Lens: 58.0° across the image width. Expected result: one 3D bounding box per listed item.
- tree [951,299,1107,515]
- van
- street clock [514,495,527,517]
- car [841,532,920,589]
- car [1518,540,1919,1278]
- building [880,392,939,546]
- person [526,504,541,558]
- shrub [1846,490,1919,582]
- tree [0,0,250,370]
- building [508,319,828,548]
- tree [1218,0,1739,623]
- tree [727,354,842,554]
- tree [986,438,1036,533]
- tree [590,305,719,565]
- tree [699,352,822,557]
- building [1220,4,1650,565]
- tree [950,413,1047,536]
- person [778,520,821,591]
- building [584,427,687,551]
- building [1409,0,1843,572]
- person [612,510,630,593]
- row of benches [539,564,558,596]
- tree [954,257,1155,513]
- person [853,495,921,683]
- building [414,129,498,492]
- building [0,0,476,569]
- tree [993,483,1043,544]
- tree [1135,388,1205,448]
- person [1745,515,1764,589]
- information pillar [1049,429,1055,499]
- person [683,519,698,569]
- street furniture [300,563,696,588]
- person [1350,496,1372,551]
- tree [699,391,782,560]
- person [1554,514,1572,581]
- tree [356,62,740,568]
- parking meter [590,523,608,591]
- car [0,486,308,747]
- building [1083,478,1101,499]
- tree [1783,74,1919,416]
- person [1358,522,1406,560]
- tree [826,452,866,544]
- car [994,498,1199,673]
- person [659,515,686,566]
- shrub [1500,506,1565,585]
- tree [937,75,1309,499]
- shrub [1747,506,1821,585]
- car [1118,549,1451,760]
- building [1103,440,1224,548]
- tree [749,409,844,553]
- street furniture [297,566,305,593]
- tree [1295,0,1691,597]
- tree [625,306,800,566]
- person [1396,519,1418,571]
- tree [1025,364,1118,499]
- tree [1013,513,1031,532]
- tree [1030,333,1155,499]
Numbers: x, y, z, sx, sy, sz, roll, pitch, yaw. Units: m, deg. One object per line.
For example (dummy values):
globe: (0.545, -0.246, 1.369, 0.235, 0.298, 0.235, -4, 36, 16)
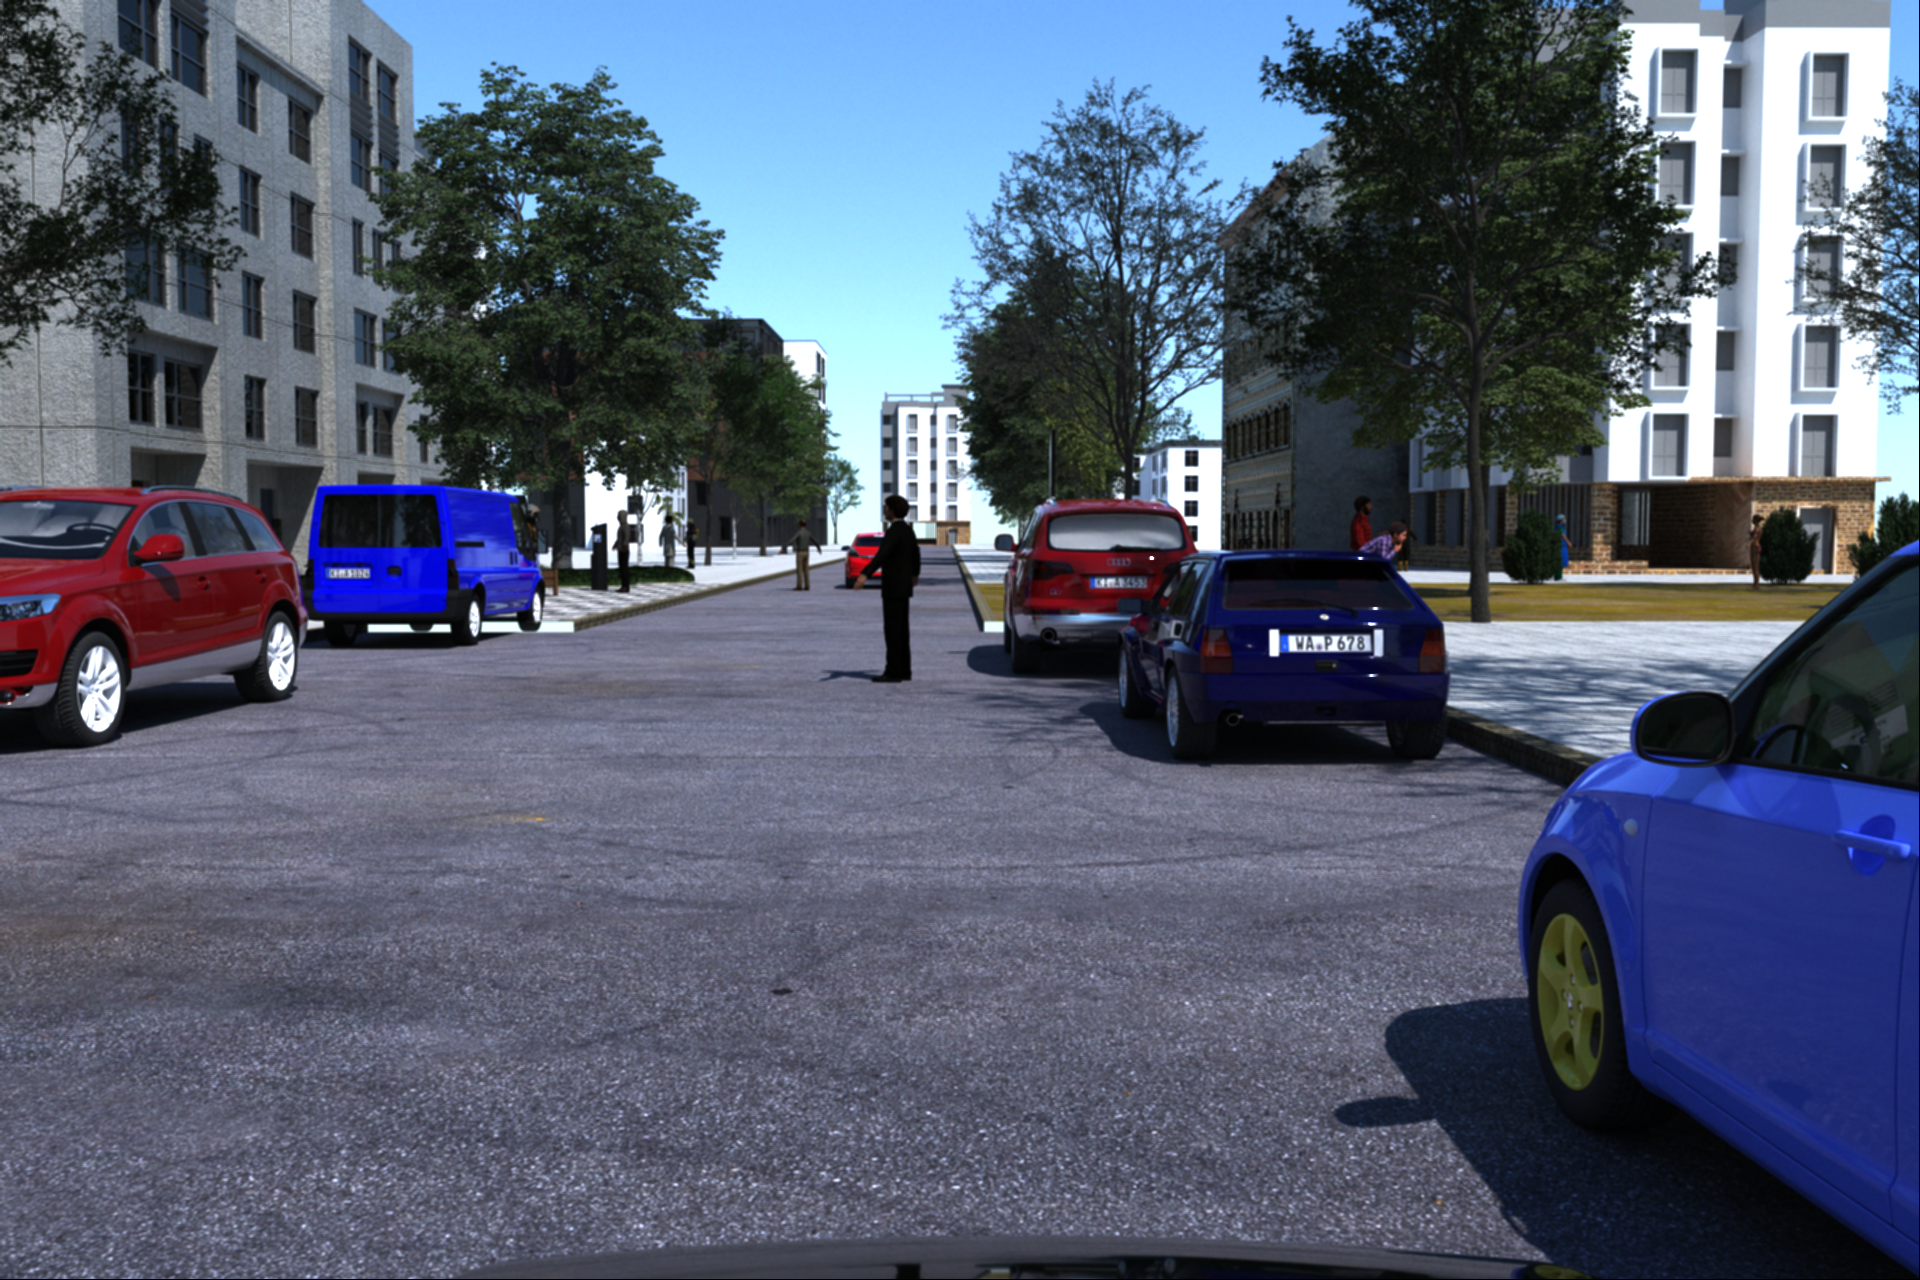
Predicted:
tree: (4.281, -11.361, 92.401, 9.857, 13.997, 8.962, 0, 3, 0)
van: (-7.162, -1.191, 23.863, 2.240, 2.365, 5.245, 0, 4, 0)
street clock: (-8.194, -1.688, 32.165, 0.358, 2.002, 0.471, 0, 4, 1)
car: (-2.149, -2.310, 46.802, 2.155, 1.783, 4.494, 0, 4, -1)
car: (2.333, 0.396, 3.123, 1.945, 1.707, 3.694, 0, 4, -2)
building: (-9.874, -22.283, 223.203, 11.380, 20.090, 16.016, 1, 4, 8)
person: (-8.314, -1.709, 33.714, 0.705, 1.858, 1.354, 0, 4, -1)
shrub: (15.955, -1.527, 29.382, 1.690, 2.028, 1.600, 0, 3, 0)
tree: (-13.537, -5.386, 22.470, 8.767, 10.594, 7.601, -1, 4, -12)
building: (-29.112, -20.599, 180.770, 27.936, 21.610, 32.646, 0, 4, 0)
tree: (7.229, -5.535, 24.907, 7.601, 10.594, 8.767, 1, 4, 10)
tree: (-11.288, -11.710, 109.591, 7.486, 12.596, 7.792, 0, 3, 0)
tree: (4.185, -9.627, 107.771, 4.360, 8.622, 3.978, 0, 3, 0)
tree: (-10.238, -6.466, 56.076, 4.737, 8.622, 4.395, 0, 3, 0)
tree: (-11.462, -10.605, 99.150, 9.928, 11.665, 9.643, 0, 3, 0)
building: (22.966, -15.265, 80.511, 19.493, 23.208, 18.063, 0, 4, -1)
tree: (4.807, -13.410, 129.630, 12.009, 13.543, 11.850, 0, 3, 0)
person: (-4.015, -2.156, 43.986, 1.348, 1.796, 0.705, -3, 5, -43)
building: (-27.897, -12.658, 149.104, 9.099, 9.664, 28.070, 0, 4, -1)
building: (23.069, -12.908, 67.474, 16.016, 20.090, 11.380, 0, 4, -1)
person: (-7.395, -1.943, 37.900, 0.705, 1.813, 1.348, -1, 4, -21)
row of benches: (-9.998, -1.326, 37.144, 4.104, 0.672, 1.422, 3, 5, 42)
tree: (4.505, -10.533, 78.865, 9.857, 13.997, 8.962, 0, 3, 0)
person: (-0.645, -0.501, 16.842, 0.705, 1.806, 1.347, 1, 4, 22)
building: (-30.377, -13.818, 82.349, 16.016, 20.090, 11.380, 0, 4, 0)
building: (-28.140, -11.519, 54.787, 16.747, 18.905, 31.486, 0, 4, 0)
tree: (7.858, -18.209, 215.837, 7.486, 12.596, 7.792, 0, 3, 0)
tree: (25.056, -22.275, 220.083, 12.611, 20.169, 13.585, 0, 3, 0)
person: (18.382, -2.043, 40.204, 0.721, 1.733, 1.217, 2, 4, 32)
information pillar: (2.066, -2.903, 38.823, 0.183, 3.616, 0.504, 0, 4, -2)
person: (-10.006, -3.572, 64.185, 0.705, 1.856, 1.354, -2, 4, -25)
street furniture: (-11.626, -1.704, 43.485, 10.072, 0.657, 5.734, -1, 4, -13)
person: (5.698, -1.121, 24.435, 0.704, 1.816, 1.345, 1, 4, 15)
tree: (-11.381, -8.300, 86.060, 4.360, 8.622, 3.978, 0, 3, 0)
person: (16.410, -2.517, 47.283, 0.704, 1.817, 1.347, 0, 4, 4)
tree: (-10.786, -8.531, 46.137, 9.857, 13.997, 8.962, 0, 3, 0)
parking meter: (-8.210, -1.895, 39.401, 0.372, 1.533, 0.369, 0, 3, 0)
car: (-6.811, -0.285, 13.328, 2.281, 1.827, 5.304, 0, 3, 0)
building: (17.639, -15.678, 198.478, 9.099, 9.664, 28.070, 0, 4, -1)
tree: (22.599, -7.691, 36.112, 12.009, 13.543, 11.850, 0, 3, 0)
person: (5.197, -0.753, 21.584, 0.697, 1.427, 0.421, 1, 4, 17)
tree: (-16.066, -18.072, 221.229, 9.928, 11.665, 9.643, 0, 3, 0)
car: (1.538, -0.652, 19.339, 2.281, 1.827, 5.304, 0, 3, 0)
person: (-8.168, -2.610, 48.853, 0.705, 1.806, 1.347, -3, 5, -41)
shrub: (14.552, -2.424, 44.052, 1.690, 2.028, 1.600, 0, 3, 0)
tree: (4.494, -8.322, 46.440, 12.009, 13.543, 11.850, 0, 3, 0)
shrub: (20.881, -2.416, 43.917, 1.690, 2.028, 1.600, 0, 3, 0)
car: (2.157, 0.013, 12.368, 1.945, 1.354, 3.894, 0, 4, -2)
building: (19.201, -13.825, 168.180, 9.099, 9.664, 28.070, 0, 3, 0)
tree: (-11.750, -11.348, 119.947, 8.767, 10.594, 7.601, 3, 4, 39)
street furniture: (-17.251, -1.225, 35.658, 10.072, 0.657, 5.734, -1, 4, -9)
tree: (10.701, -7.176, 35.462, 7.486, 12.596, 7.792, 0, 3, 0)
tree: (-9.934, -8.301, 70.138, 7.601, 10.594, 8.767, -2, 4, -30)
person: (15.269, -3.279, 59.756, 1.346, 1.812, 0.704, -1, 4, -18)
tree: (5.367, -7.343, 70.421, 4.360, 8.622, 3.978, 0, 3, 0)
tree: (7.976, -16.653, 222.630, 4.737, 8.622, 4.395, 0, 3, 0)
tree: (4.515, -6.813, 61.757, 4.737, 8.622, 4.395, 0, 3, 0)
